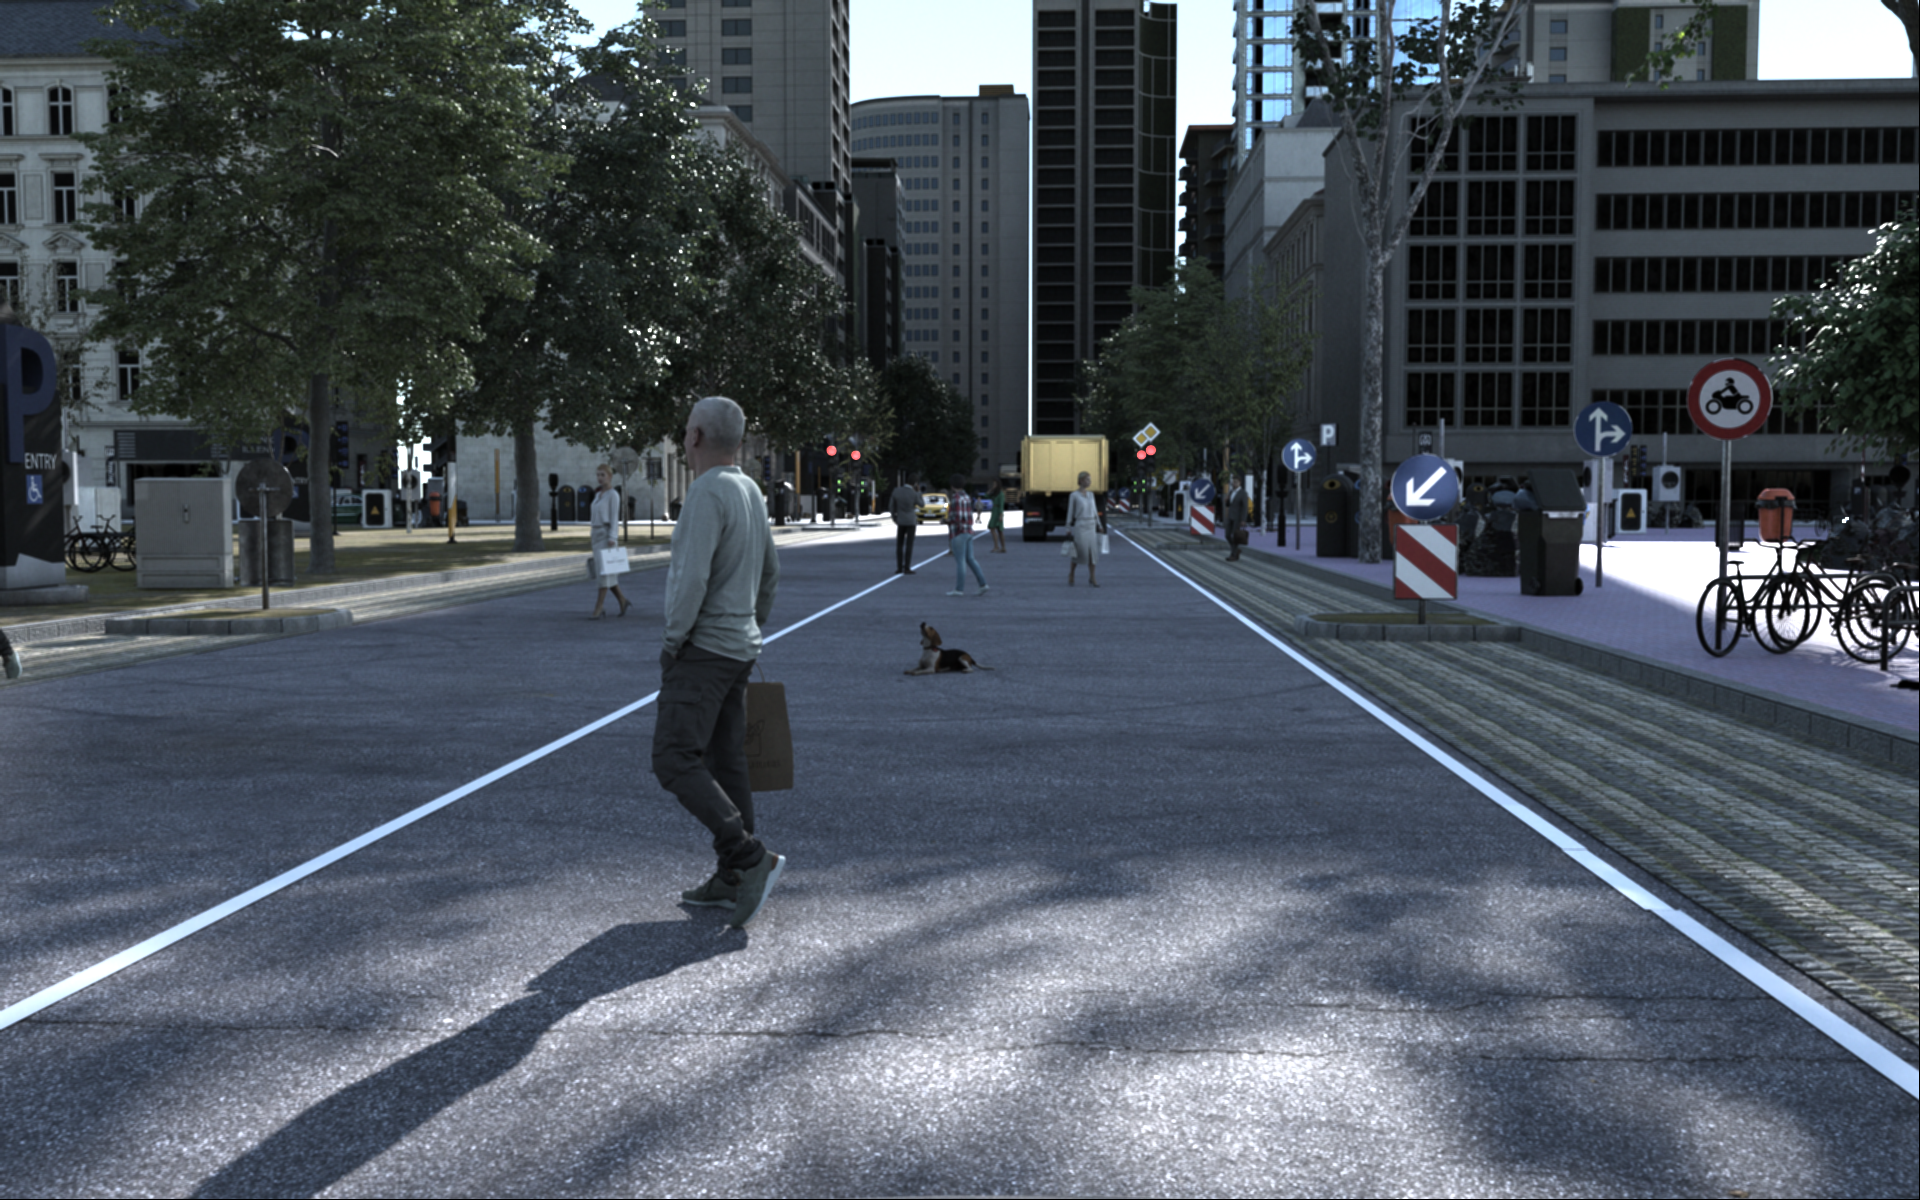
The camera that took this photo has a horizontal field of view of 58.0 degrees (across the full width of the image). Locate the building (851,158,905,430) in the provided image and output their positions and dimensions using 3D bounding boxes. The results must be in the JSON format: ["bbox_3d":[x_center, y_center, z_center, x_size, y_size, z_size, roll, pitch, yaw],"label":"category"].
[{"bbox_3d":[-13.925,-32.358,212.645,14.086,41.232,14.154,0,4,3],"label":"building"}]

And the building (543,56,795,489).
[{"bbox_3d":[-19.399,-19.939,113.386,14.401,28.519,23.554,0,4,3],"label":"building"}]

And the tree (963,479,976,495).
[{"bbox_3d":[1.289,-14.152,225.989,1.663,3.219,1.824,0,3,0],"label":"tree"}]

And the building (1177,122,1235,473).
[{"bbox_3d":[36.786,-33.498,202.321,22.147,44.769,28.867,0,4,3],"label":"building"}]

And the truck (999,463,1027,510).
[{"bbox_3d":[4.814,-10.334,157.870,2.839,4.237,11.283,0,4,3],"label":"truck"}]

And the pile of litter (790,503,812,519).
[{"bbox_3d":[-8.217,-4.679,90.461,1.176,0.858,1.719,3,4,38],"label":"pile of litter"}]

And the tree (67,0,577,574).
[{"bbox_3d":[-9.988,-6.717,27.946,7.486,12.596,7.792,0,3,0],"label":"tree"}]

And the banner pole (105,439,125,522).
[{"bbox_3d":[-38.644,-5.451,79.141,0.401,3.779,0.863,2,4,32],"label":"banner pole"}]

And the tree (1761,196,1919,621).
[{"bbox_3d":[10.119,-2.069,17.537,4.285,4.588,4.351,0,3,0],"label":"tree"}]

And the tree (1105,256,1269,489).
[{"bbox_3d":[10.764,-10.049,82.424,7.486,12.596,7.792,0,3,0],"label":"tree"}]

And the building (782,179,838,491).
[{"bbox_3d":[-18.168,-21.016,137.118,14.314,27.812,24.014,0,4,3],"label":"building"}]

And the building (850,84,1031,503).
[{"bbox_3d":[-3.947,-43.472,252.758,28.212,58.520,21.231,0,4,3],"label":"building"}]

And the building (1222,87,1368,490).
[{"bbox_3d":[27.302,-21.840,134.579,11.434,29.767,29.804,0,4,3],"label":"building"}]

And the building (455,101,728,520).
[{"bbox_3d":[-19.186,-14.583,93.178,10.420,20.320,16.860,0,4,3],"label":"building"}]

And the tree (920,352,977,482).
[{"bbox_3d":[-3.815,-13.433,136.641,9.611,12.733,9.660,0,3,0],"label":"tree"}]

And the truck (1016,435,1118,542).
[{"bbox_3d":[3.404,-3.648,55.576,3.469,3.379,9.791,0,4,4],"label":"truck"}]

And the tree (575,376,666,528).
[{"bbox_3d":[-12.762,-7.047,65.579,4.360,8.622,3.978,0,3,0],"label":"tree"}]

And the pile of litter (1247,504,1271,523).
[{"bbox_3d":[13.133,-3.891,77.578,1.719,0.858,1.176,1,4,13],"label":"pile of litter"}]

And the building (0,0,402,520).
[{"bbox_3d":[-54.617,-19.407,93.720,44.131,29.872,17.030,0,4,3],"label":"building"}]

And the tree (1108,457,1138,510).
[{"bbox_3d":[14.222,-9.558,139.980,4.285,4.588,4.351,0,3,0],"label":"tree"}]

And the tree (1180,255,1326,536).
[{"bbox_3d":[9.225,-6.312,53.558,4.737,8.622,4.395,0,3,0],"label":"tree"}]

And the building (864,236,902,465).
[{"bbox_3d":[-14.090,-25.855,194.433,14.160,30.474,14.107,0,4,3],"label":"building"}]

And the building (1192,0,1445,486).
[{"bbox_3d":[35.578,-52.489,170.862,22.319,86.520,31.000,0,4,3],"label":"building"}]

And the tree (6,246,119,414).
[{"bbox_3d":[-28.078,-6.241,52.405,4.360,8.622,3.978,0,3,0],"label":"tree"}]

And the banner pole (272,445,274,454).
[{"bbox_3d":[-30.521,-5.377,77.935,0.863,3.779,0.401,-1,4,-9],"label":"banner pole"}]

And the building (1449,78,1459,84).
[{"bbox_3d":[60.441,-43.248,249.100,28.212,58.520,21.231,0,4,3],"label":"building"}]

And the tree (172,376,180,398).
[{"bbox_3d":[-27.539,-7.011,64.998,4.737,8.622,4.395,0,3,0],"label":"tree"}]

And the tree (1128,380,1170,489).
[{"bbox_3d":[12.493,-9.474,105.265,4.360,8.622,3.978,0,3,0],"label":"tree"}]

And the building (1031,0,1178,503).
[{"bbox_3d":[20.792,-49.675,250.433,20.611,71.187,20.563,0,4,3],"label":"building"}]

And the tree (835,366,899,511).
[{"bbox_3d":[-5.628,-8.959,96.840,4.360,8.622,3.978,0,3,0],"label":"tree"}]

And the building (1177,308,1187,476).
[{"bbox_3d":[38.303,-29.125,247.896,14.107,30.474,14.160,0,4,3],"label":"building"}]

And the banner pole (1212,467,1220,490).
[{"bbox_3d":[20.379,-9.082,138.511,0.863,3.779,0.401,-1,4,-14],"label":"banner pole"}]

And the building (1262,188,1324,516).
[{"bbox_3d":[26.025,-16.712,109.398,11.583,22.565,21.152,0,4,3],"label":"building"}]

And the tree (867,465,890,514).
[{"bbox_3d":[-5.326,-7.090,110.523,1.663,3.219,1.824,0,3,0],"label":"tree"}]

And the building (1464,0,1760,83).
[{"bbox_3d":[75.338,-40.452,203.384,28.212,58.520,21.231,0,4,3],"label":"building"}]

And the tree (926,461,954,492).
[{"bbox_3d":[-1.531,-10.790,160.135,4.285,4.588,4.351,0,3,0],"label":"tree"}]

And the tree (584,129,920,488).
[{"bbox_3d":[-7.885,-8.438,54.964,9.611,12.733,9.660,0,3,0],"label":"tree"}]

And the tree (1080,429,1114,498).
[{"bbox_3d":[19.591,-18.681,222.442,9.611,12.733,9.660,0,3,0],"label":"tree"}]

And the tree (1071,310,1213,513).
[{"bbox_3d":[12.846,-12.989,119.028,9.857,13.997,8.962,0,3,0],"label":"tree"}]

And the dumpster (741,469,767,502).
[{"bbox_3d":[-8.120,-3.812,64.818,1.502,2.255,1.985,0,4,4],"label":"dumpster"}]

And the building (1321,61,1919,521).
[{"bbox_3d":[34.692,-16.487,88.624,30.058,24.678,14.314,0,4,3],"label":"building"}]

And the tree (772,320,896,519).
[{"bbox_3d":[-6.787,-9.443,88.813,7.601,10.594,8.767,0,3,0],"label":"tree"}]

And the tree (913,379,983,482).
[{"bbox_3d":[-1.329,-15.451,170.748,7.486,12.596,7.792,0,3,0],"label":"tree"}]

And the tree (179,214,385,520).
[{"bbox_3d":[-17.835,-5.806,45.288,4.737,8.622,4.395,0,3,0],"label":"tree"}]

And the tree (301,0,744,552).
[{"bbox_3d":[-9.660,-8.050,38.273,9.857,13.997,8.962,0,3,0],"label":"tree"}]

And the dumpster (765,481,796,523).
[{"bbox_3d":[-8.195,-4.460,78.682,1.264,1.857,1.865,0,4,3],"label":"dumpster"}]

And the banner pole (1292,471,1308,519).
[{"bbox_3d":[17.490,-6.066,89.195,0.863,3.779,0.401,1,4,21],"label":"banner pole"}]

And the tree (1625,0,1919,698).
[{"bbox_3d":[6.481,-5.201,10.784,9.928,11.665,9.643,0,3,0],"label":"tree"}]

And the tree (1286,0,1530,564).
[{"bbox_3d":[8.913,-10.700,30.835,12.611,20.169,13.585,0,3,0],"label":"tree"}]

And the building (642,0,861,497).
[{"bbox_3d":[-19.643,-45.132,176.161,20.563,71.187,20.611,0,4,3],"label":"building"}]

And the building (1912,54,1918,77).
[{"bbox_3d":[59.516,-16.329,84.993,19.932,24.808,12.078,0,4,3],"label":"building"}]

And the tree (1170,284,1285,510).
[{"bbox_3d":[9.544,-6.779,61.201,4.360,8.622,3.978,0,3,0],"label":"tree"}]

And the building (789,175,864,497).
[{"bbox_3d":[-17.028,-23.730,159.693,14.160,30.474,14.107,0,4,3],"label":"building"}]

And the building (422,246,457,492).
[{"bbox_3d":[-57.658,-34.569,215.315,14.200,45.320,14.600,0,4,3],"label":"building"}]

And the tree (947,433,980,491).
[{"bbox_3d":[-0.149,-14.350,184.981,4.360,8.622,3.978,0,3,0],"label":"tree"}]

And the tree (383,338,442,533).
[{"bbox_3d":[-18.253,-6.495,56.557,4.737,8.622,4.395,0,3,0],"label":"tree"}]
